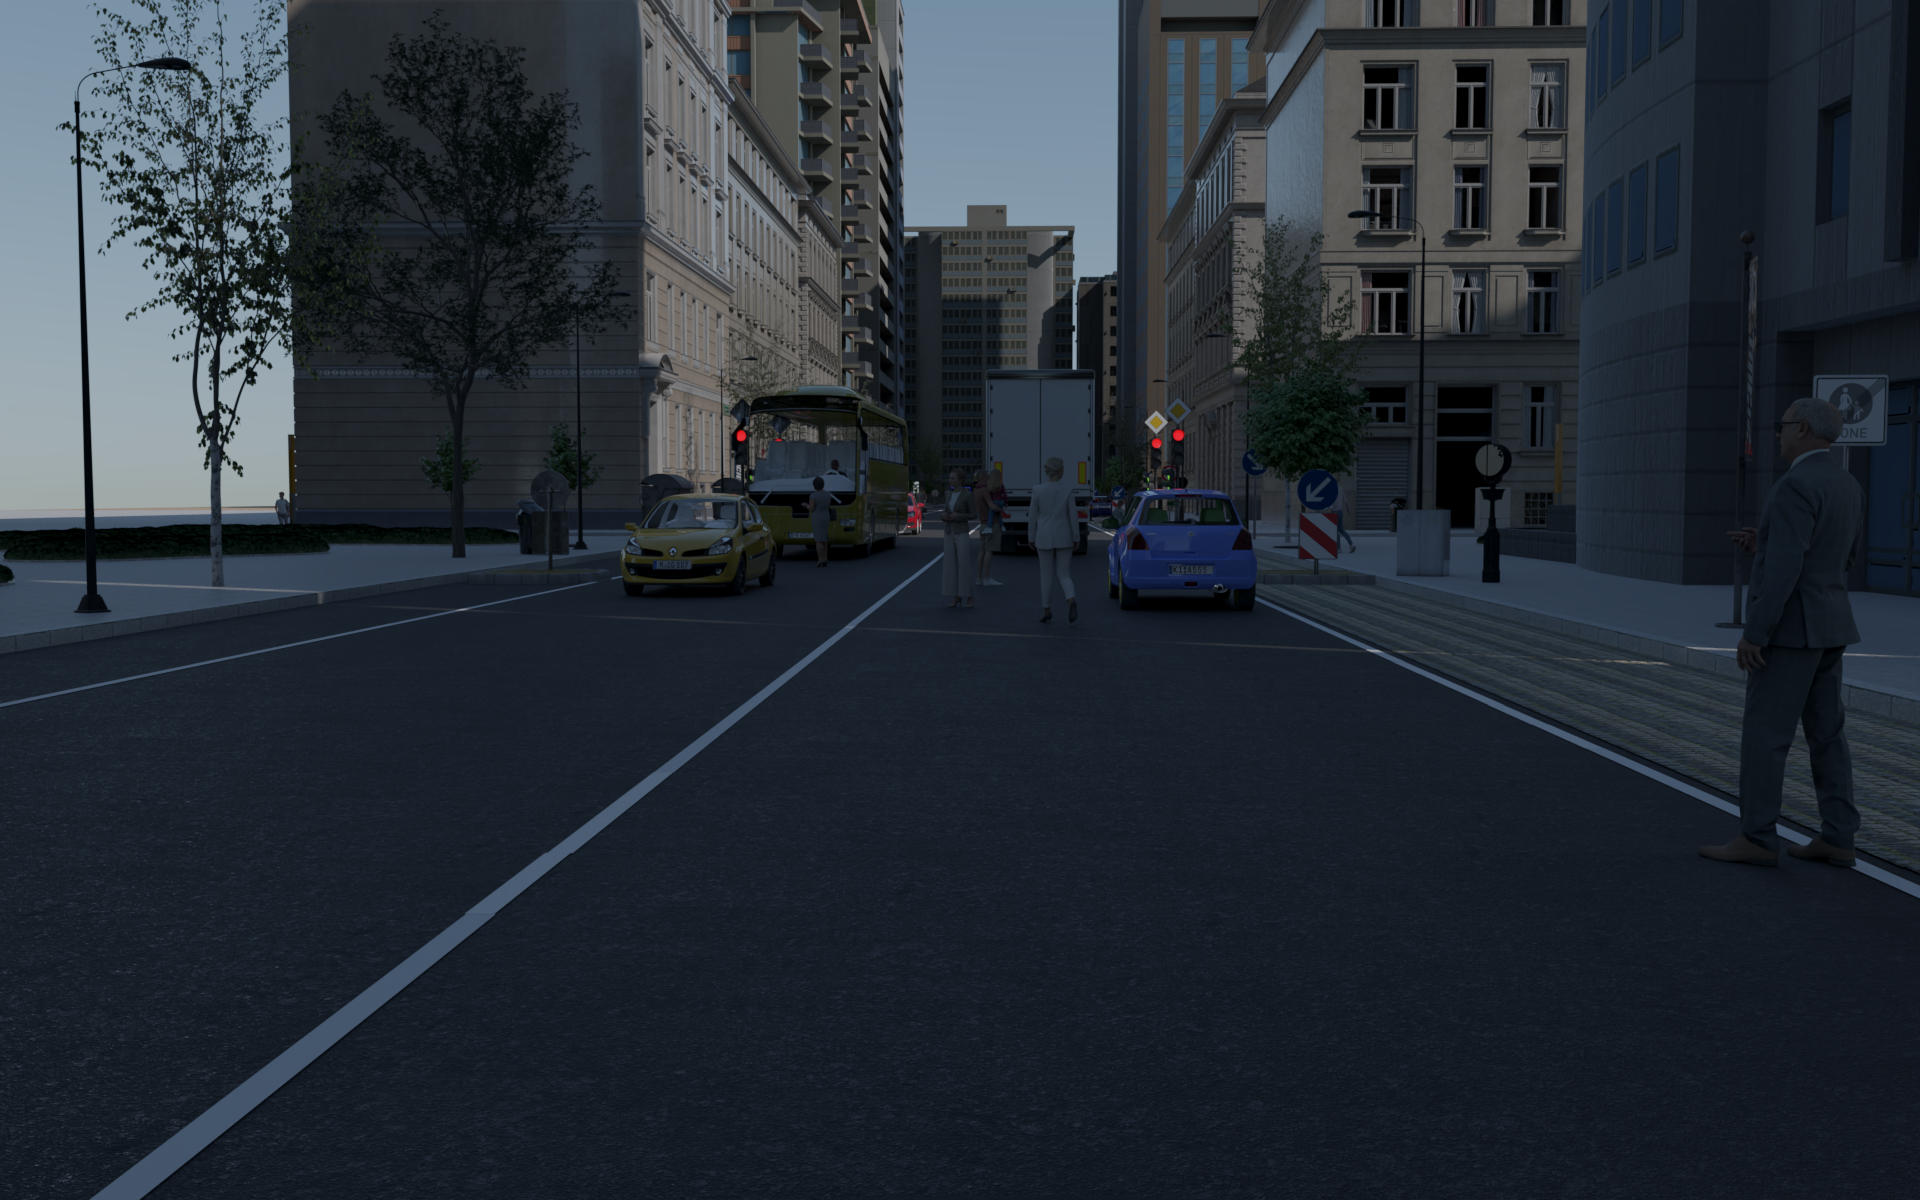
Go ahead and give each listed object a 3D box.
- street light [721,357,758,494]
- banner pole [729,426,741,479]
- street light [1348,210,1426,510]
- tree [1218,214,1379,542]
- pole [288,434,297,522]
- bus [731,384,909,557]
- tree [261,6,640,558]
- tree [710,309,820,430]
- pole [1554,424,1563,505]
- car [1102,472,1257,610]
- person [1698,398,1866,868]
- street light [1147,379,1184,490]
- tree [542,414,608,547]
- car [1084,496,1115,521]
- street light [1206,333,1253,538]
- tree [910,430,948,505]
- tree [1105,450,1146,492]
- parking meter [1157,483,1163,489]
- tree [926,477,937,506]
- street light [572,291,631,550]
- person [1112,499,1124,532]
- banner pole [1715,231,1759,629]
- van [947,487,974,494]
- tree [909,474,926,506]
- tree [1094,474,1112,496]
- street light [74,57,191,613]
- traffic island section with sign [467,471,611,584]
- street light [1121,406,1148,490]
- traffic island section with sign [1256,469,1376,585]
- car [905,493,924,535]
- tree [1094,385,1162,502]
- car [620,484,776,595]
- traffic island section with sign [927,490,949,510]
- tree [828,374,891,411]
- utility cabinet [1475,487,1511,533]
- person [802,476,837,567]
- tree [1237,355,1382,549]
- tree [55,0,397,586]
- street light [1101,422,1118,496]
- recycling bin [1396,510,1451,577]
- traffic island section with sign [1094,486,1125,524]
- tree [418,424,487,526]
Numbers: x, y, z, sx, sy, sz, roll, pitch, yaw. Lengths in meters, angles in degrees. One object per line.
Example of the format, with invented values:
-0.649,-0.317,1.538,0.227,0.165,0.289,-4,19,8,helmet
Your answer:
-7.545,-5.278,58.833,1.470,5.913,1.316,0,4,2,street light
-8.329,-4.541,64.260,0.401,3.779,0.863,3,5,44,banner pole
7.044,-3.422,28.497,1.470,5.913,1.316,0,4,2,street light
8.702,-5.816,45.456,4.737,8.622,4.395,0,3,0,tree
-22.783,-3.990,59.086,0.158,3.312,0.155,0,3,0,pole
-3.042,-3.119,42.548,2.896,3.916,12.252,0,4,3,bus
-10.226,-6.109,34.291,8.767,10.594,7.601,1,4,16,tree
-7.860,-7.316,69.975,4.360,8.622,3.978,0,3,0,tree
17.355,-3.450,50.248,0.158,3.312,0.155,0,3,0,pole
2.852,-0.806,22.762,1.945,1.707,3.694,0,4,2,car
3.210,0.116,6.781,0.661,1.801,0.590,-3,5,-39,person
8.494,-5.976,70.250,1.470,5.913,1.316,0,4,2,street light
-9.639,-2.900,42.024,1.663,3.219,1.824,0,3,0,tree
7.569,-4.887,92.491,1.945,1.354,3.894,0,4,1,car
7.802,-4.751,50.218,1.470,5.913,1.316,0,4,2,street light
-3.257,-15.669,206.547,4.737,8.622,4.395,0,3,0,tree
12.254,-8.768,127.067,4.285,4.588,4.351,0,3,0,tree
10.459,-5.199,90.720,0.255,1.863,0.399,0,4,-7,parking meter
-3.556,-12.031,191.313,1.663,3.219,1.824,0,3,0,tree
-8.230,-4.115,39.825,1.470,5.913,1.316,0,4,2,street light
4.310,-2.088,46.921,0.425,1.301,0.394,2,4,30,person
7.421,-1.610,16.346,0.401,3.779,0.863,1,4,16,banner pole
0.059,-8.484,143.090,2.240,2.365,5.245,0,4,1,van
-4.552,-10.483,166.001,1.663,3.219,1.824,0,3,0,tree
12.725,-9.506,150.019,1.663,3.219,1.824,0,3,0,tree
-8.876,-2.817,18.596,1.470,5.913,1.316,0,4,2,street light
-6.847,-1.217,28.530,1.989,1.847,2.006,0,4,2,traffic island section with sign
9.271,-7.244,90.977,1.470,5.913,1.316,0,4,2,street light
5.572,-1.193,28.137,1.989,1.847,2.006,0,4,2,traffic island section with sign
-2.333,-3.235,61.940,2.155,1.783,4.494,0,4,1,car
11.439,-10.200,117.131,4.360,8.622,3.978,0,3,0,tree
-3.841,-0.950,25.764,2.015,1.641,3.980,0,4,3,car
-2.252,-9.329,161.163,1.989,1.847,2.006,0,4,2,traffic island section with sign
-6.626,-9.457,104.981,4.360,8.622,3.978,0,3,0,tree
17.584,-2.968,57.198,1.173,1.500,0.318,-1,4,-20,utility cabinet
-2.746,-1.543,34.085,0.716,1.782,0.532,-3,5,-44,person
8.271,-3.512,41.131,4.285,4.588,4.351,0,3,0,tree
-10.176,-4.507,24.055,4.360,8.622,3.978,0,3,0,tree
9.921,-8.545,112.249,1.470,5.913,1.316,0,4,2,street light
7.306,-0.901,27.291,0.722,1.027,0.722,2,4,24,recycling bin
7.501,-4.586,83.607,1.989,1.847,2.006,0,4,2,traffic island section with sign
-14.206,-3.260,47.901,1.663,3.219,1.824,0,3,0,tree
